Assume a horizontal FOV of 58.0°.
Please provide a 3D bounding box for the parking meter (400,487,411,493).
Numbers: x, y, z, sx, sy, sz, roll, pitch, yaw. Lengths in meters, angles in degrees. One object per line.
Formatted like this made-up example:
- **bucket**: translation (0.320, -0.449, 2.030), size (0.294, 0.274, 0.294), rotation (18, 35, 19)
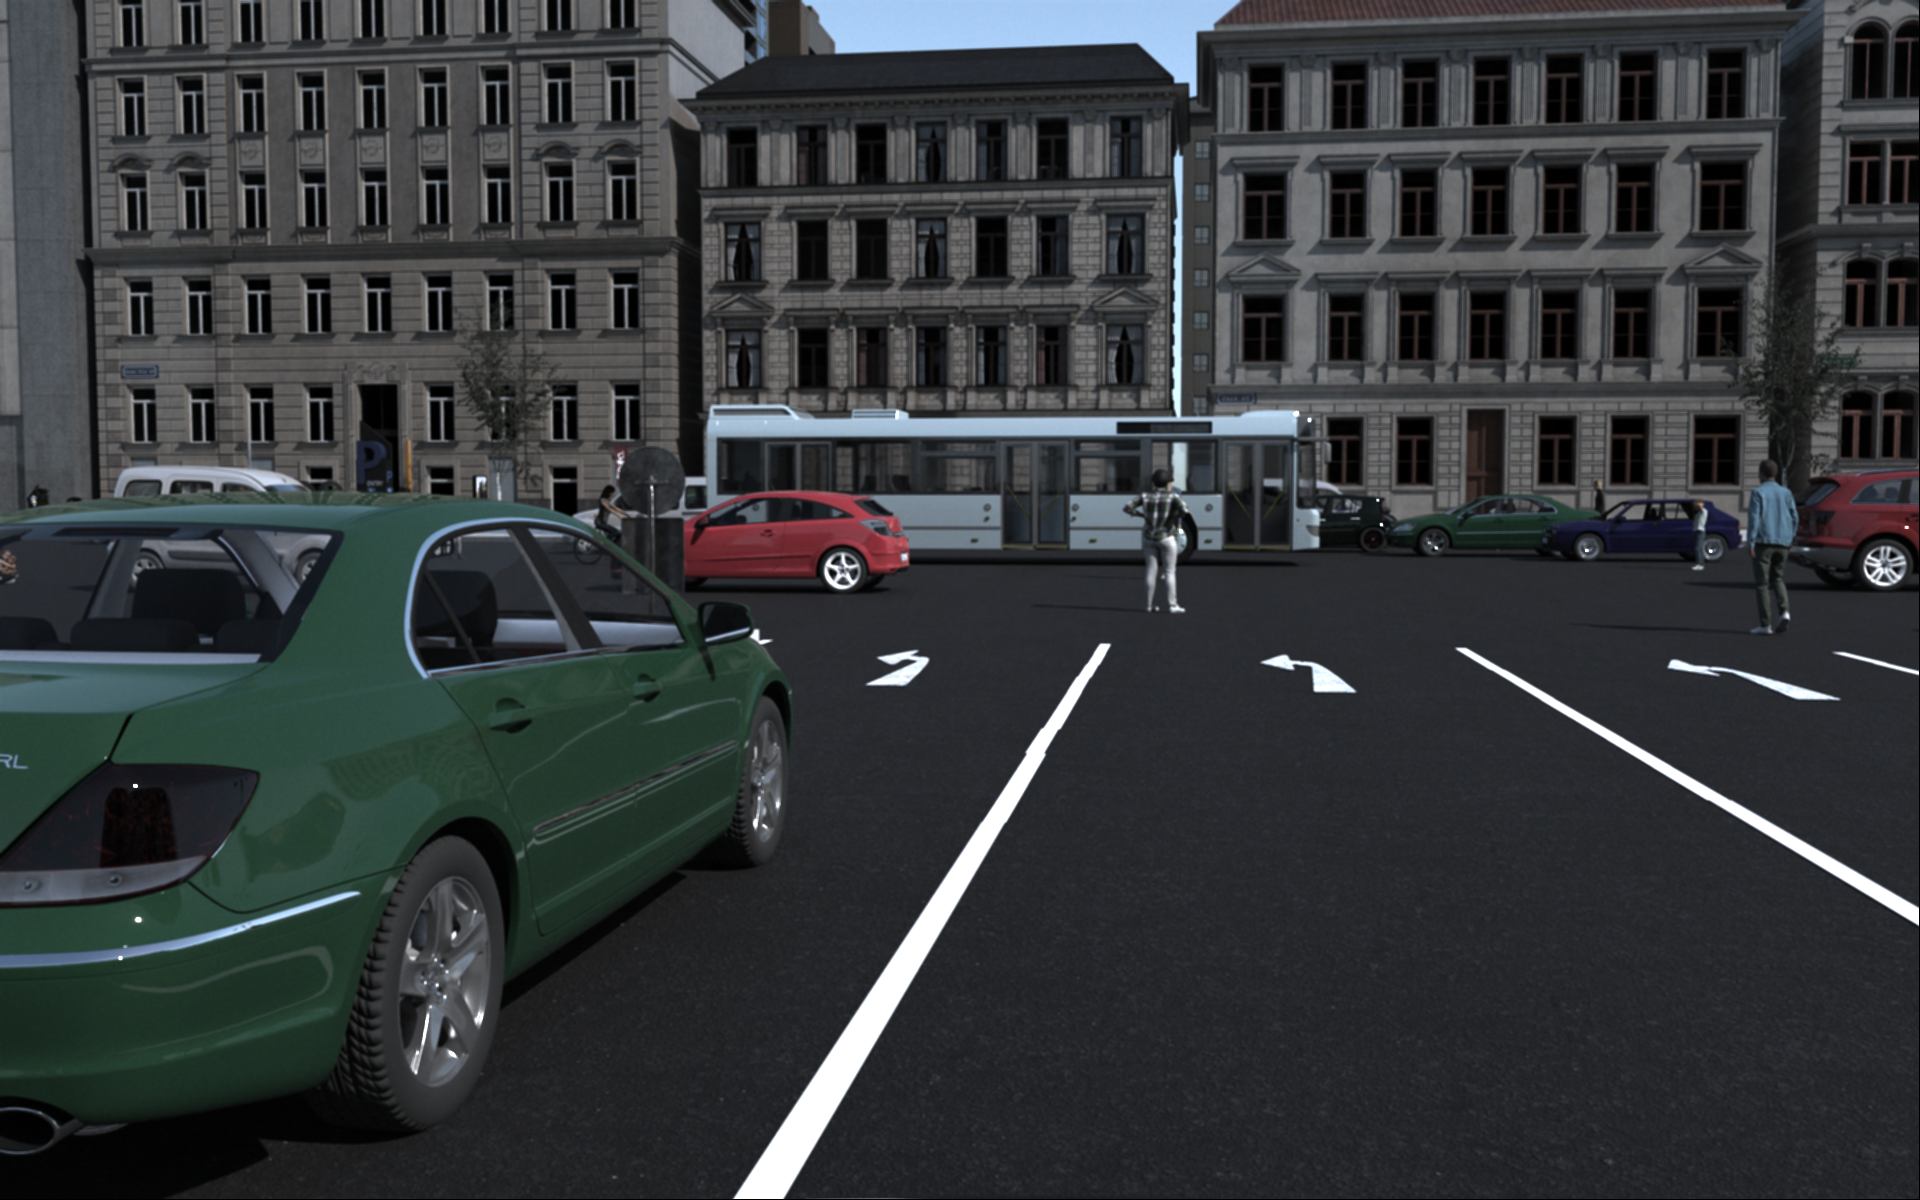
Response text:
- **parking meter**: translation (-19.037, -3.123, 59.480), size (0.372, 1.533, 0.369), rotation (0, 3, 0)

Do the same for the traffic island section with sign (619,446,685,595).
- **traffic island section with sign**: translation (-3.053, -0.487, 16.091), size (2.006, 1.907, 1.989), rotation (0, 4, 8)

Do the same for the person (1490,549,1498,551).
- **person**: translation (13.605, -1.888, 44.046), size (0.352, 1.250, 0.332), rotation (-3, 5, -41)

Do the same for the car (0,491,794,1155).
- **car**: translation (-1.843, 0.390, 5.426), size (2.131, 1.459, 4.920), rotation (1, 4, 9)

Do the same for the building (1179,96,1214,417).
- **building**: translation (43.133, -39.417, 233.700), size (27.495, 52.752, 28.713), rotation (0, 4, 8)

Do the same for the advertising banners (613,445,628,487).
- **advertising banners**: translation (-11.526, -4.071, 62.743), size (2.074, 3.025, 0.090), rotation (-1, 4, -23)

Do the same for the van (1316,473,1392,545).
- **van**: translation (9.687, -2.415, 46.505), size (4.112, 2.044, 2.013), rotation (1, 4, 9)

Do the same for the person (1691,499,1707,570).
- **person**: translation (14.018, -1.254, 32.909), size (0.340, 1.345, 0.435), rotation (0, 4, 1)

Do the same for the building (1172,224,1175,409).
- **building**: translation (18.056, -37.344, 234.268), size (21.600, 48.544, 21.300), rotation (0, 4, 8)

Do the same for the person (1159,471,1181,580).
- **person**: translation (3.489, -1.249, 28.942), size (0.581, 1.822, 0.654), rotation (3, 5, 45)

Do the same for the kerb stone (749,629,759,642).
- **kerb stone**: translation (-2.030, 0.384, 15.922), size (0.120, 0.150, 1.000), rotation (0, 4, 8)

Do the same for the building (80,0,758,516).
- **building**: translation (-22.349, -16.911, 73.759), size (25.104, 27.353, 12.463), rotation (0, 4, 8)

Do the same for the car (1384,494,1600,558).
- **car**: translation (12.336, -1.728, 40.051), size (4.920, 1.459, 2.131), rotation (0, 4, 8)

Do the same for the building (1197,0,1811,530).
- **building**: translation (19.880, -14.164, 67.737), size (21.152, 22.565, 11.583), rotation (0, 4, 8)

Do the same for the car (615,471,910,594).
- **car**: translation (-2.998, -1.025, 25.793), size (4.494, 1.783, 2.155), rotation (0, 4, 8)

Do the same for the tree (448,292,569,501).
- **tree**: translation (-16.803, -6.918, 63.473), size (4.360, 8.622, 3.978), rotation (0, 3, 0)

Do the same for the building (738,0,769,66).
- **building**: translation (-26.471, -50.036, 130.763), size (22.319, 86.520, 31.000), rotation (0, 4, 8)

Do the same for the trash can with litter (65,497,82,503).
- **trash can with litter**: translation (-33.784, -3.328, 65.799), size (0.624, 1.170, 1.055), rotation (-3, 5, -43)

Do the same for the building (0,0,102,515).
- **building**: translation (-44.829, -15.820, 76.678), size (19.932, 24.808, 12.078), rotation (0, 4, 8)

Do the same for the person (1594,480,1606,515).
- **person**: translation (17.211, -2.299, 46.312), size (0.699, 1.804, 1.509), rotation (3, 5, 42)

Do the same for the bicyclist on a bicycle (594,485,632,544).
- **bicyclist on a bicycle**: translation (-7.040, -1.530, 35.045), size (1.625, 1.676, 1.499), rotation (0, 4, 6)

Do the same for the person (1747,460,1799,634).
- **person**: translation (8.272, -0.539, 17.659), size (0.601, 1.785, 0.444), rotation (0, 4, -4)

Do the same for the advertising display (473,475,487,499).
- **advertising display**: translation (-16.685, -3.365, 60.225), size (0.123, 1.923, 0.974), rotation (0, 4, 7)

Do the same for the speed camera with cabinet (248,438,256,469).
- **speed camera with cabinet**: translation (-25.947, -4.105, 61.453), size (2.038, 3.252, 0.660), rotation (0, 4, 1)

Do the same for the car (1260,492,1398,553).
- **car**: translation (8.825, -2.041, 43.153), size (4.222, 1.686, 2.009), rotation (1, 4, 9)

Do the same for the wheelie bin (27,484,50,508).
- **wheelie bin**: translation (-29.954, -2.960, 56.305), size (0.693, 1.594, 0.980), rotation (-2, 4, -28)

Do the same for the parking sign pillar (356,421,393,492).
- **parking sign pillar**: translation (-21.382, -4.574, 63.256), size (1.447, 3.967, 1.447), rotation (1, 4, 18)

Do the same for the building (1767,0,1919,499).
- **building**: translation (42.202, -17.029, 65.813), size (23.554, 28.519, 14.401), rotation (0, 4, 8)

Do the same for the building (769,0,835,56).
- **building**: translation (-19.626, -30.988, 156.758), size (14.200, 45.320, 14.600), rotation (0, 4, 8)

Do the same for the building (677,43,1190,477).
- **building**: translation (-0.476, -12.571, 70.155), size (19.286, 19.102, 10.561), rotation (0, 4, 8)

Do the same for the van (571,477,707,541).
- **van**: translation (-7.481, -2.121, 41.684), size (4.112, 2.044, 2.013), rotation (0, 4, 8)

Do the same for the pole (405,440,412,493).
- **pole**: translation (-20.720, -4.356, 65.064), size (0.158, 3.312, 0.155), rotation (0, 3, 0)

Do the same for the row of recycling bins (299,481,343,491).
- **row of recycling bins**: translation (-21.145, -2.895, 54.450), size (3.534, 1.692, 1.069), rotation (0, 4, 0)

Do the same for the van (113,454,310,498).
- **van**: translation (-10.317, -1.132, 25.528), size (4.112, 2.044, 2.013), rotation (1, 4, 8)

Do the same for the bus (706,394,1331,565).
- **bus**: translation (1.529, -2.510, 35.901), size (13.247, 3.499, 2.948), rotation (0, 4, 7)

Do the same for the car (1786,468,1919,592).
- **car**: translation (15.125, -1.058, 25.968), size (5.304, 1.827, 2.281), rotation (1, 4, 9)

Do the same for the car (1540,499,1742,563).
- **car**: translation (14.570, -1.506, 37.201), size (3.894, 1.354, 1.945), rotation (1, 4, 8)

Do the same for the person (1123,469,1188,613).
- **person**: translation (2.422, -0.722, 21.022), size (0.841, 1.734, 0.376), rotation (2, 4, 33)

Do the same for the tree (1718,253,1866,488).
- **tree**: translation (25.121, -6.246, 52.489), size (4.360, 8.622, 3.978), rotation (0, 3, 0)
